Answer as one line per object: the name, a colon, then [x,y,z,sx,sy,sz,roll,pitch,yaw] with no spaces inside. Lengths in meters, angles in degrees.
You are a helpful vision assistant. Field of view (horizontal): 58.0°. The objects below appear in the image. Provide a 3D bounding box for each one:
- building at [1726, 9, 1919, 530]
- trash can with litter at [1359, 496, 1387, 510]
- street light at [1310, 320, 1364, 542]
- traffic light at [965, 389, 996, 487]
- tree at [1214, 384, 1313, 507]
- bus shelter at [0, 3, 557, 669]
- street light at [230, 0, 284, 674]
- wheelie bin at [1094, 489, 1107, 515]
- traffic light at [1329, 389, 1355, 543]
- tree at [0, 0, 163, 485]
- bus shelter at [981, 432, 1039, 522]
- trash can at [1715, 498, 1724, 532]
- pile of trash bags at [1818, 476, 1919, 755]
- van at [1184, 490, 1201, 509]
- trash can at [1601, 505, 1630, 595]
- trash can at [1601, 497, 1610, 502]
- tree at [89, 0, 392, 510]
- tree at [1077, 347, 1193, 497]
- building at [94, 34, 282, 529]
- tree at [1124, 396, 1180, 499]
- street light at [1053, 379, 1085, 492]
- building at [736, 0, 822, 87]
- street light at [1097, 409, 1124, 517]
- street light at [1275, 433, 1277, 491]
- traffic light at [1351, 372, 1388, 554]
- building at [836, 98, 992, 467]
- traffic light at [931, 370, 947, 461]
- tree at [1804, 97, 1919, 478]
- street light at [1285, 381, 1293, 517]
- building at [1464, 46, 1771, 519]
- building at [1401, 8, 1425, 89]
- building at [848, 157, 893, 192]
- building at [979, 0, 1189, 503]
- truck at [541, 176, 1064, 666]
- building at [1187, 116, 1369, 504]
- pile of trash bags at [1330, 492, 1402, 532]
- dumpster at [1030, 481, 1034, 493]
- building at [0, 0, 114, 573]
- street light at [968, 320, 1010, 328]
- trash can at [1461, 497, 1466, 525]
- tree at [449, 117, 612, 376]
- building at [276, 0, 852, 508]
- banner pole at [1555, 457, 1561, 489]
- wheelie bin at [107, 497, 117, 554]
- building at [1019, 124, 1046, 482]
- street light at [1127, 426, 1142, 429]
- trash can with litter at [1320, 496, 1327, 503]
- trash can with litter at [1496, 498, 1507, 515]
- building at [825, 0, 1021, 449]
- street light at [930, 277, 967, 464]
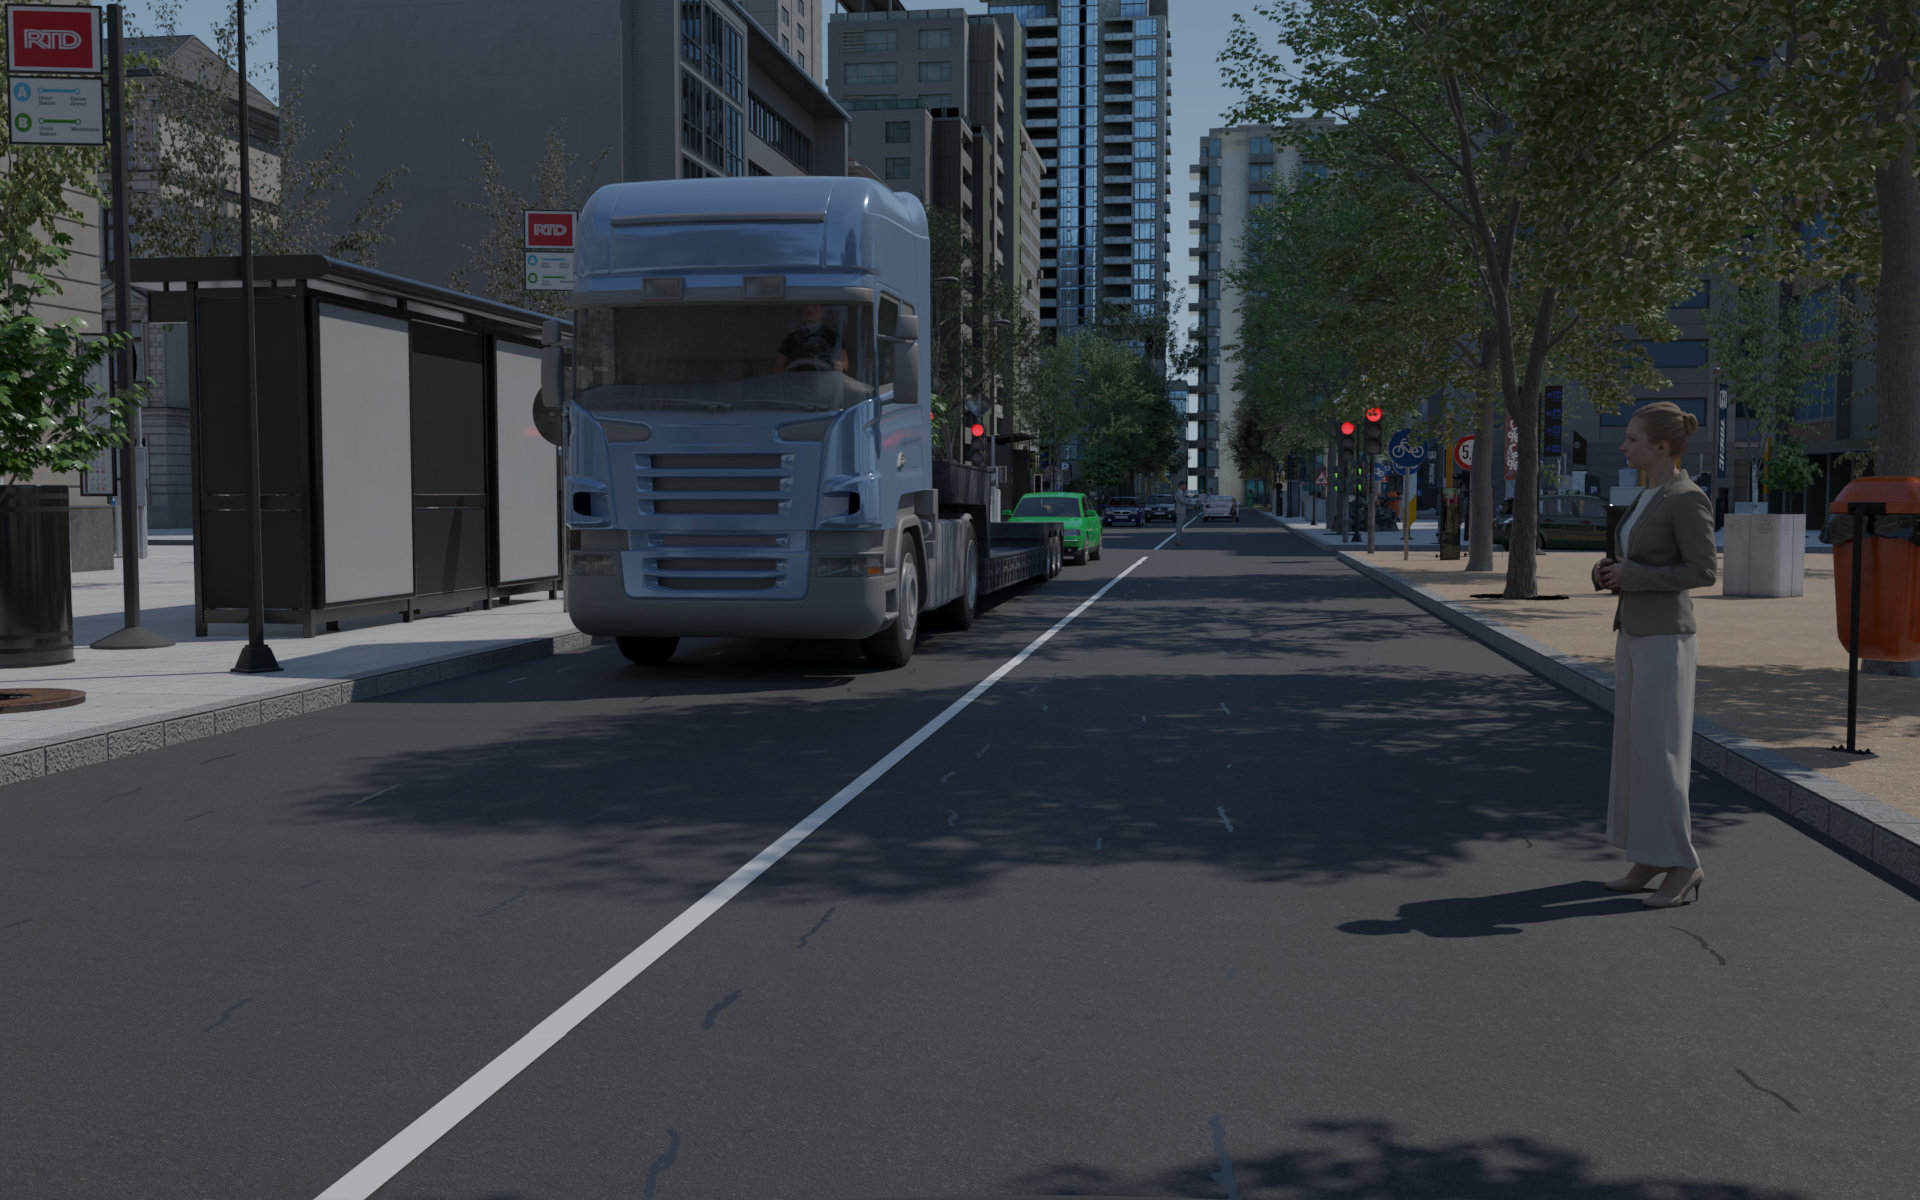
building: [43.929,-24.914,61.965,28.867,44.769,22.147,1,4,9]
trash can with litter: [15.463,-3.304,65.408,1.055,1.170,0.624,2,4,33]
street light: [10.070,-4.505,46.203,1.470,5.913,1.316,1,4,9]
traffic light: [0.529,-3.521,46.484,0.839,4.253,0.868,1,4,9]
tree: [30.451,-16.064,173.009,12.009,13.543,11.850,0,3,0]
bus shelter: [-6.328,-2.395,16.788,2.179,5.291,8.768,1,4,9]
street light: [-4.555,-2.430,12.271,1.470,5.913,1.316,1,4,9]
wheelie bin: [8.455,-5.914,104.599,0.693,1.594,0.980,-3,5,-40]
traffic light: [10.032,-3.433,45.051,0.839,4.253,0.868,1,4,9]
tree: [-10.963,-4.206,19.125,4.737,8.622,4.395,0,3,0]
bus shelter: [1.963,-4.761,69.130,1.731,3.624,6.357,1,4,9]
trash can: [25.372,-2.864,58.472,0.748,1.137,0.748,0,3,0]
pile of trash bags: [5.302,0.141,7.454,1.912,1.369,3.447,-2,4,-28]
van: [22.131,-9.678,165.246,2.013,2.044,4.112,0,4,7]
trash can: [8.574,-0.641,22.128,0.748,1.137,0.748,0,3,0]
trash can: [29.213,-4.051,77.884,0.748,1.137,0.748,0,3,0]
tree: [-10.443,-4.557,24.874,4.360,8.622,3.978,0,3,0]
tree: [13.483,-13.366,135.546,9.611,12.733,9.660,0,3,0]
building: [-37.222,-12.498,68.973,19.286,19.102,10.561,1,4,9]
tree: [19.515,-16.072,180.910,7.486,12.596,7.792,0,3,0]
street light: [4.359,-5.985,70.401,1.470,5.913,1.316,1,4,9]
building: [-26.238,-45.433,181.076,20.611,71.187,20.563,1,4,9]
street light: [8.148,-7.483,94.882,1.470,5.913,1.316,1,4,9]
street light: [17.661,-7.508,95.296,1.470,5.913,1.316,1,4,9]
traffic light: [8.825,-2.950,37.157,0.839,4.253,0.868,1,4,9]
building: [-5.508,-21.943,130.463,14.160,30.474,14.107,1,4,9]
traffic light: [-0.679,-3.038,38.590,0.839,4.253,0.868,1,4,9]
tree: [16.663,-4.831,29.344,4.360,8.622,3.978,0,3,0]
street light: [13.946,-6.007,70.755,1.470,5.913,1.316,1,4,9]
building: [38.347,-34.224,101.556,21.231,58.520,28.212,1,4,9]
building: [52.450,-33.327,164.496,23.786,49.044,30.456,1,4,9]
building: [-9.004,-16.168,100.504,11.583,22.565,21.152,1,4,9]
building: [14.360,-55.851,225.827,31.000,86.520,22.319,1,4,9]
truck: [-0.643,-1.937,21.432,2.967,4.110,18.799,0,4,8]
building: [44.810,-36.894,222.826,30.456,49.044,23.786,1,4,9]
pile of trash bags: [14.341,-3.067,59.903,1.912,1.369,3.447,3,5,41]
dumpster: [2.801,-4.213,74.641,1.264,1.857,1.865,1,4,8]
building: [-27.141,-13.913,24.736,25.104,27.353,12.463,1,4,9]
street light: [0.636,-4.515,46.358,1.470,5.913,1.316,1,4,9]
trash can: [20.867,-3.739,72.782,0.748,1.137,0.748,0,3,0]
tree: [-8.530,-5.151,34.585,4.360,8.622,3.978,0,3,0]
building: [-14.667,-15.622,74.482,14.314,24.678,30.058,1,4,9]
banner pole: [26.457,-5.298,76.634,0.401,3.779,0.863,3,4,36]
wheelie bin: [-18.297,-1.766,36.784,0.980,1.594,0.693,-1,4,-10]
building: [-4.203,-29.446,173.327,23.993,40.220,32.217,1,4,9]
street light: [11.766,-8.954,118.941,1.470,5.913,1.316,1,4,9]
trash can with litter: [20.589,-5.386,99.449,1.055,1.170,0.624,-1,4,-18]
trash can with litter: [21.368,-3.455,67.881,0.624,1.170,1.055,-1,4,-20]
building: [-2.714,-28.156,143.942,14.154,41.232,14.086,1,4,9]
street light: [-0.725,-3.960,37.279,1.470,5.913,1.316,1,4,9]
